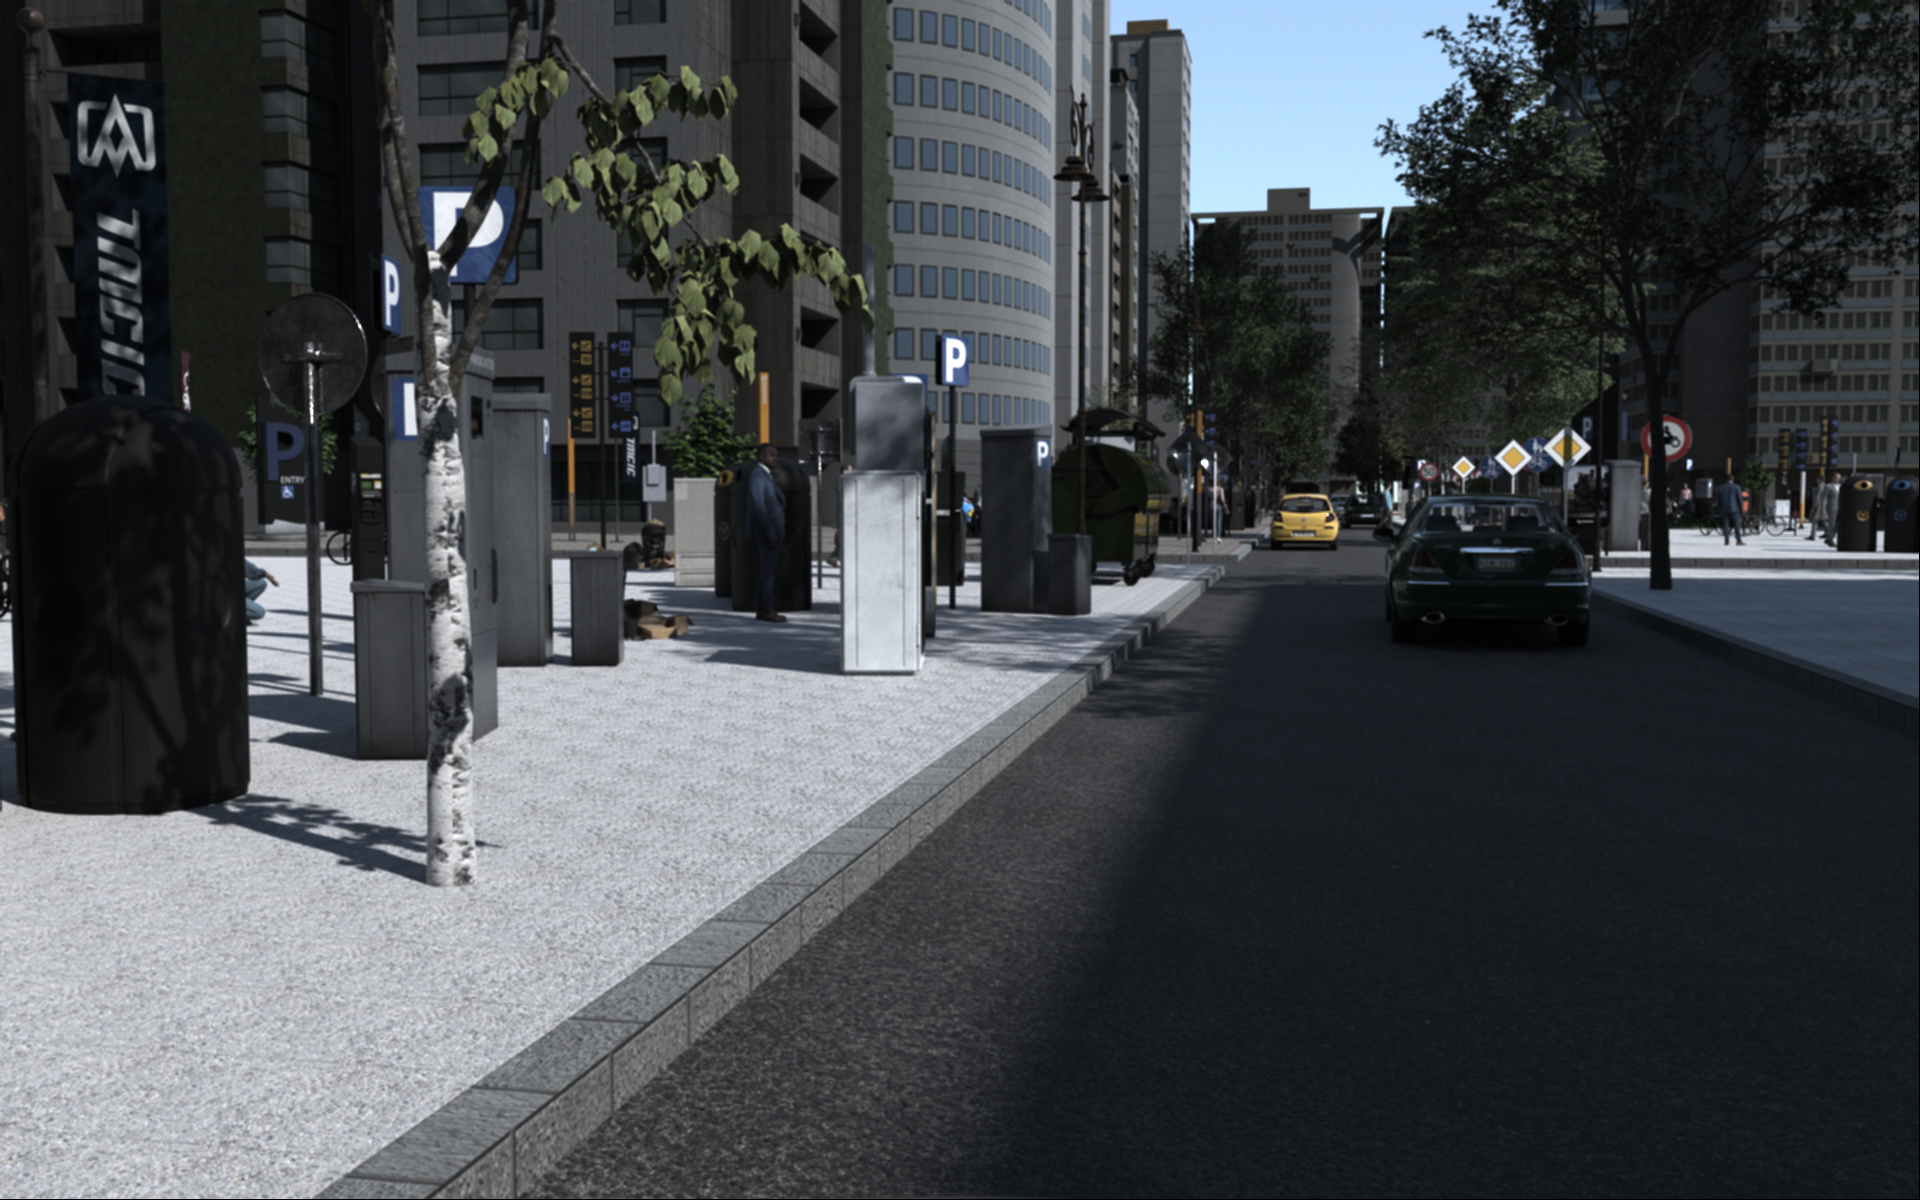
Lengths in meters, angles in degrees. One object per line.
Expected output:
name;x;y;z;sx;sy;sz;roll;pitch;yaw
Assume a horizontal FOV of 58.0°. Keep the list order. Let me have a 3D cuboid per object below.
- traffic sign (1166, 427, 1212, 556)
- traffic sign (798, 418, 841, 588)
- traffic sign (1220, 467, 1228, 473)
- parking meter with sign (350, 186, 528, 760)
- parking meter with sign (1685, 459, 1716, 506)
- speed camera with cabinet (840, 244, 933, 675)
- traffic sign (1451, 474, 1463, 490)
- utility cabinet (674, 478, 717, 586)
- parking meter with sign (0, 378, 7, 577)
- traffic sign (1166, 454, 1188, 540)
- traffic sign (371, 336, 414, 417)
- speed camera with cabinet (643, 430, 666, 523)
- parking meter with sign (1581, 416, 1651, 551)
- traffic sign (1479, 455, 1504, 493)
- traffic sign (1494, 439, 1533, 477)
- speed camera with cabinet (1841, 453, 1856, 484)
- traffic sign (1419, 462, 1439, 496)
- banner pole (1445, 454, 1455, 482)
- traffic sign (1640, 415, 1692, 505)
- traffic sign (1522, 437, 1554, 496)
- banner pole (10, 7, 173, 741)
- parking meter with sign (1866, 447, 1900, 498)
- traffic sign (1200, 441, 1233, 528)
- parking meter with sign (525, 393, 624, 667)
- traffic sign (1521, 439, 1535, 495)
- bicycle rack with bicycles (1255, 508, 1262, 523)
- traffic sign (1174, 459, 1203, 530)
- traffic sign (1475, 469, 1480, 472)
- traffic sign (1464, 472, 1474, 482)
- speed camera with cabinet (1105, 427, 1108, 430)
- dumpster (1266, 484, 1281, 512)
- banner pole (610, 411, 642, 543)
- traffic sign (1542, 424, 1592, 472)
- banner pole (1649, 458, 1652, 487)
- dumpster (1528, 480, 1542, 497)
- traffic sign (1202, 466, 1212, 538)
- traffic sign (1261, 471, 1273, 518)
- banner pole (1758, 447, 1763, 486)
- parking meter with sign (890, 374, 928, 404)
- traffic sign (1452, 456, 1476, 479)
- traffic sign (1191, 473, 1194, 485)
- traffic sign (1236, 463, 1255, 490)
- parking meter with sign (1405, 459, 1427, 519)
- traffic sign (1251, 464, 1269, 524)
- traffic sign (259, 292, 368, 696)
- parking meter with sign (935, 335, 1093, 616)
traffic sign;3.968;-1.711;30.172;0.795;2.593;0.064;1;4;12
traffic sign;-1.906;-1.307;23.497;0.606;2.300;0.079;1;4;13
traffic sign;10.469;-4.291;70.264;0.768;2.556;0.104;1;4;18
parking meter with sign;-2.749;-0.785;9.093;0.543;3.016;1.738;0;4;-3
parking meter with sign;37.018;-5.502;86.215;0.543;3.016;1.738;-3;4;-37
speed camera with cabinet;-0.545;-1.149;13.117;0.660;3.252;2.038;0;4;1
traffic sign;30.018;-6.382;104.452;0.768;2.556;0.104;1;4;12
utility cabinet;-3.343;-0.929;23.865;1.173;1.500;0.318;-1;4;-10
parking meter with sign;-15.135;-1.798;25.654;1.738;3.016;0.543;-3;4;-38
traffic sign;6.120;-2.944;48.245;0.768;2.556;0.104;1;4;14
traffic sign;-4.416;-0.848;13.973;0.768;2.556;0.104;1;4;15
speed camera with cabinet;-8.853;-3.657;54.125;2.038;3.252;0.660;0;4;-4
parking meter with sign;14.856;-2.603;38.819;1.738;3.016;0.543;0;4;-7
traffic sign;17.489;-3.482;57.029;0.768;2.556;0.104;1;4;19
traffic sign;11.734;-2.112;36.716;0.795;2.593;0.064;1;4;12
speed camera with cabinet;43.717;-5.521;84.601;2.038;3.252;0.660;-3;5;-42
traffic sign;18.756;-4.233;69.317;0.768;2.556;0.104;1;4;19
banner pole;30.715;-7.251;108.572;0.863;3.779;0.401;-1;4;-20
traffic sign;11.332;-1.698;27.863;0.768;2.556;0.104;1;4;16
traffic sign;12.940;-2.371;38.872;0.768;2.556;0.104;1;4;13
banner pole;-4.587;-1.170;9.143;0.863;3.779;0.401;-2;4;-28
parking meter with sign;34.171;-4.201;64.939;1.738;3.016;0.543;1;4;17
traffic sign;5.572;-2.190;37.995;0.795;2.593;0.064;1;4;12
parking meter with sign;-3.413;-1.019;12.919;1.738;3.016;0.543;0;4;-4
traffic sign;13.134;-2.421;39.692;0.768;2.556;0.104;1;4;16
bicycle rack with bicycles;13.151;-4.269;83.182;2.852;0.926;2.925;2;4;33
traffic sign;5.531;-2.551;41.812;0.768;2.556;0.104;1;4;15
traffic sign;26.091;-5.297;86.709;0.768;2.556;0.104;1;4;13
traffic sign;25.335;-5.265;86.089;0.884;2.594;0.081;1;4;19
speed camera with cabinet;4.649;-3.448;50.710;0.660;3.252;2.038;-1;4;-11
dumpster;18.520;-5.982;103.562;1.264;1.857;1.865;1;4;12
banner pole;-8.889;-3.423;45.987;0.863;3.779;0.401;-1;4;-17
traffic sign;10.130;-1.633;28.893;0.795;2.593;0.064;1;4;12
banner pole;31.592;-5.453;79.176;0.863;3.779;0.401;1;4;14
dumpster;23.626;-4.078;72.439;1.264;1.857;1.865;1;4;12
traffic sign;7.203;-3.091;50.646;0.768;2.556;0.104;1;4;17
traffic sign;16.487;-5.707;93.421;0.768;2.556;0.104;1;4;21
banner pole;42.584;-6.250;92.202;0.401;3.779;0.863;1;4;10
parking meter with sign;-0.819;-1.818;25.979;0.543;3.016;1.738;0;4;-5
traffic sign;17.321;-3.659;59.550;0.795;2.593;0.064;1;4;13
traffic sign;14.291;-6.519;106.313;0.795;2.593;0.064;1;4;20
traffic sign;11.984;-4.459;72.913;0.884;2.594;0.081;1;4;13
parking meter with sign;23.116;-5.612;88.021;0.543;3.016;1.738;0;4;-7
traffic sign;12.655;-4.465;73.104;0.768;2.556;0.104;1;4;15
traffic sign;-4.109;-0.665;10.983;0.768;2.556;0.104;1;4;13
parking meter with sign;0.604;-1.375;18.746;1.738;3.016;0.543;2;4;33
